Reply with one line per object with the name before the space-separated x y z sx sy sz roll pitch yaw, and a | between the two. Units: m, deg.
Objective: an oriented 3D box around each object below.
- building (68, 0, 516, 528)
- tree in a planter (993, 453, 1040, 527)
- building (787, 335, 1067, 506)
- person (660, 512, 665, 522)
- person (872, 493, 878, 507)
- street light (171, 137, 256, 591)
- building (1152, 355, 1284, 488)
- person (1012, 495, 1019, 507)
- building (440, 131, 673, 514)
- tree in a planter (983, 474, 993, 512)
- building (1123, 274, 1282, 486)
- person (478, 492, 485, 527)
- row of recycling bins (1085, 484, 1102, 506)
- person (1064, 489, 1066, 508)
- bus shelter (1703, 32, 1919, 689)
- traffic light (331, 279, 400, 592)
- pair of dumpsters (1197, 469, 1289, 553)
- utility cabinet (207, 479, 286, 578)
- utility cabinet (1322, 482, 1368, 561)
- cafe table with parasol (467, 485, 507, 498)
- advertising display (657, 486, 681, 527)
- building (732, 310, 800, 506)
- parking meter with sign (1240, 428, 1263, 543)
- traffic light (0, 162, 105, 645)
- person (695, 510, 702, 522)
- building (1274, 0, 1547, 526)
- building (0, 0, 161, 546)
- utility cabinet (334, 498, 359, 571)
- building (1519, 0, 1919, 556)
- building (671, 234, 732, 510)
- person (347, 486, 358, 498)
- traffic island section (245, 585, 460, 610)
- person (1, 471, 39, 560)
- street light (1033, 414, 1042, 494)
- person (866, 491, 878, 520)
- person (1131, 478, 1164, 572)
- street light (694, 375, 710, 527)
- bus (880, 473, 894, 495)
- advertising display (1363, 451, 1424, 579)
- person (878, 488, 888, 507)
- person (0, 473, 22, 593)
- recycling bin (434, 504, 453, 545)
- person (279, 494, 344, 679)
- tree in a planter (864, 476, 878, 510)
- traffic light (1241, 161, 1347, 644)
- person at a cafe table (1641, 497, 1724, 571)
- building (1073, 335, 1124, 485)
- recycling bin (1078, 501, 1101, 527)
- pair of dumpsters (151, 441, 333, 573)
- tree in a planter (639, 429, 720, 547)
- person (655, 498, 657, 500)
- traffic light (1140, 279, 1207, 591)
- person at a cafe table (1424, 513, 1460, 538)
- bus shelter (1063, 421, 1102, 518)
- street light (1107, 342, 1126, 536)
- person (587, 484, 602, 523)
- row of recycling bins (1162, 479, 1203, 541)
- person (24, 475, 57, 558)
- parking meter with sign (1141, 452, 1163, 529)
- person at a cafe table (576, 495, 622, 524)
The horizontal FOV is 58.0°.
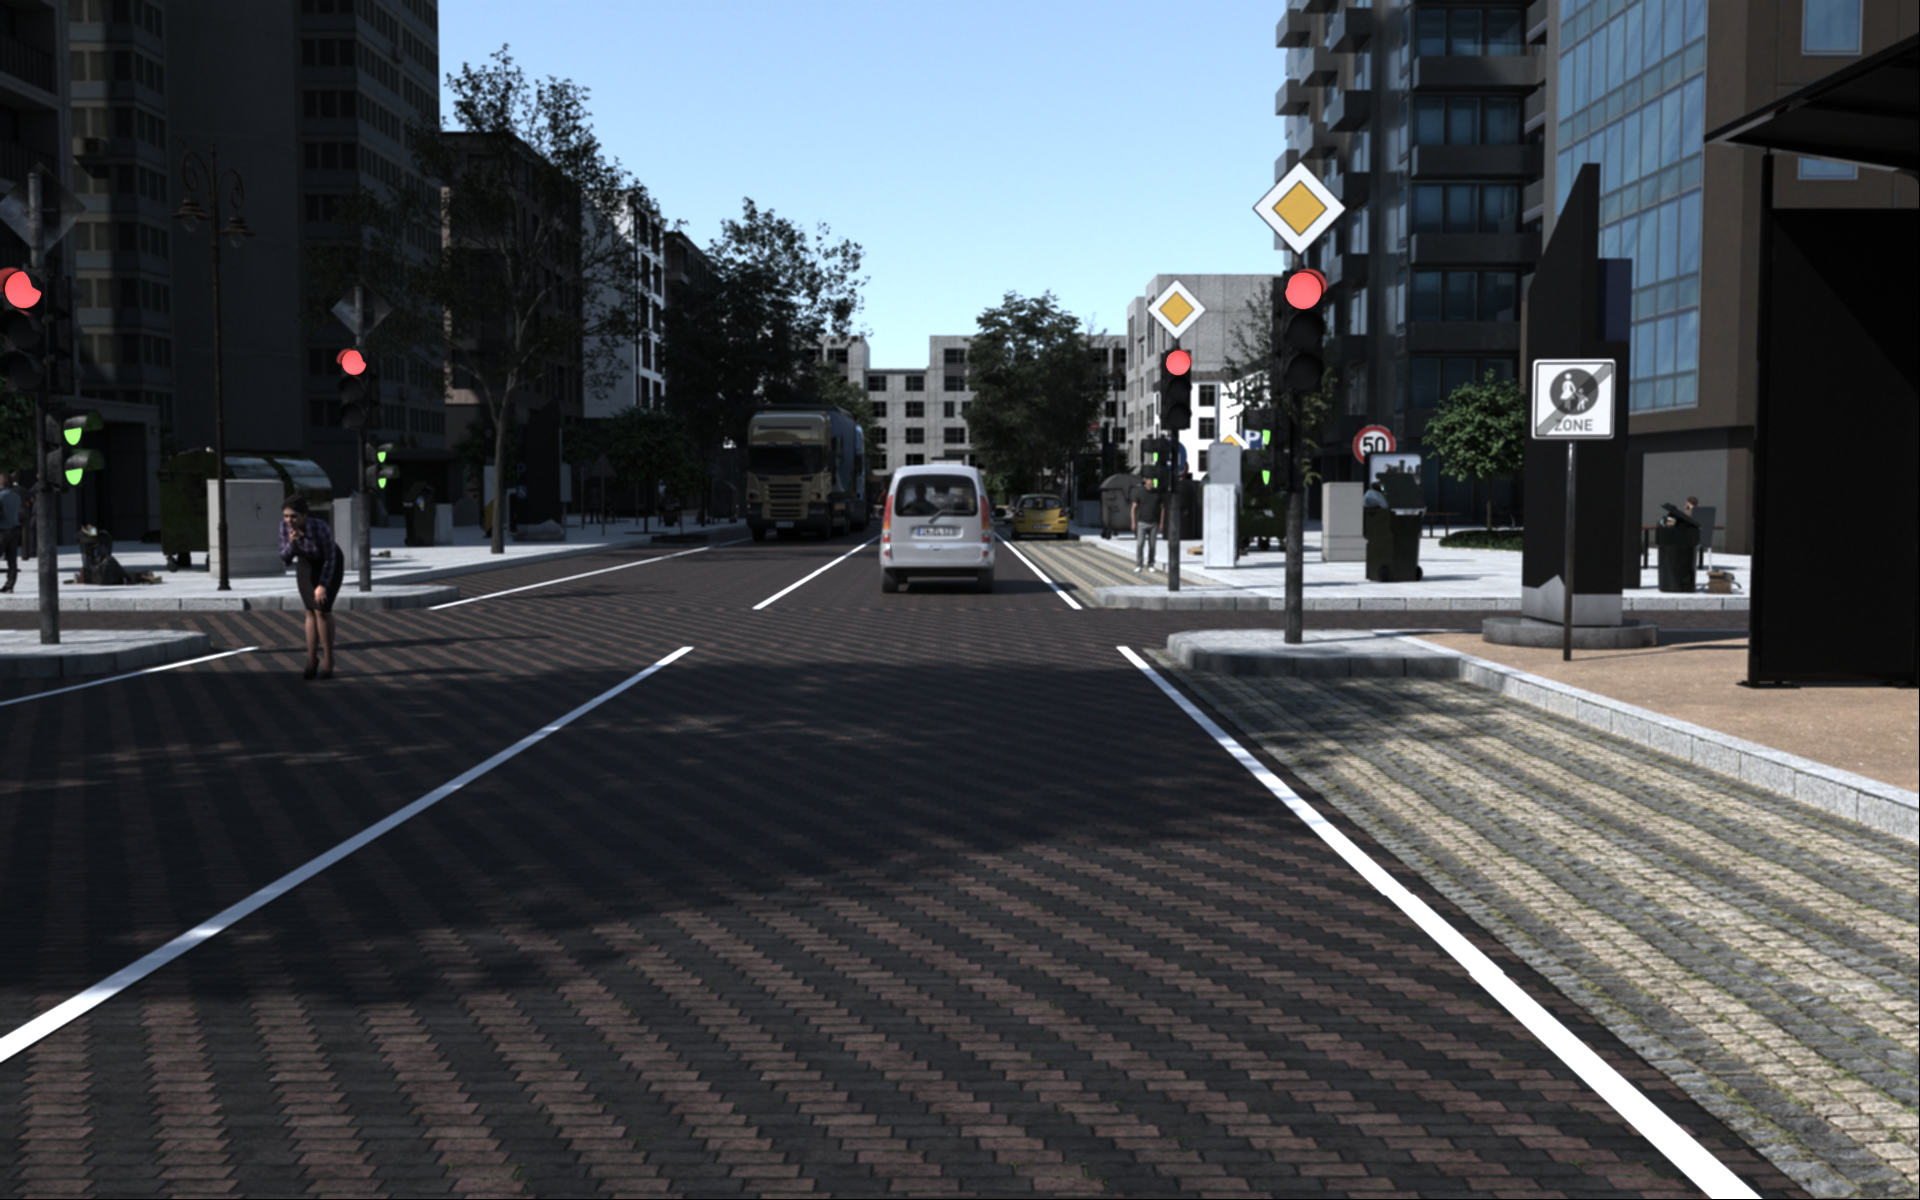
building | -35.856 -23.296 72.777 32.217 40.220 23.993 0 4 0
tree in a planter | 2.573 -4.744 74.788 1.991 3.239 1.994 0 4 0
building | -3.468 -20.466 201.079 31.486 18.905 16.747 0 4 0
person | -13.420 -4.278 78.351 0.453 1.535 0.546 1 4 8
person | -8.562 -9.812 169.643 1.217 1.736 0.721 1 4 14
street light | -9.813 -3.067 22.928 0.468 5.910 1.993 0 4 0
building | 19.258 -10.772 118.269 9.099 9.664 28.070 0 4 0
person | 2.777 -4.567 83.900 0.376 1.734 0.841 -1 4 -13
building | -35.830 -16.526 114.170 27.936 21.610 32.646 0 4 0
tree in a planter | 2.313 -7.809 124.907 1.991 3.239 1.994 0 4 0
building | 24.116 -17.203 147.734 16.747 18.905 31.486 0 4 0
person | -18.433 -3.491 67.025 0.340 1.345 0.435 0 4 3
row of recycling bins | 6.145 -3.938 71.500 1.069 1.692 3.534 -1 4 -18
person | 9.427 -9.116 155.813 0.721 1.743 1.217 3 5 44
bus shelter | 5.737 -1.046 8.378 1.731 3.624 6.357 0 4 0
traffic light | -7.814 -2.066 22.694 0.839 4.253 0.868 0 4 0
pair of dumpsters | 6.557 -2.293 39.983 1.574 2.255 4.437 0 4 0
utility cabinet | -10.975 -1.102 26.693 0.318 1.500 1.173 2 4 28
utility cabinet | 7.460 -1.477 32.831 1.173 1.500 0.318 -1 4 -15
cafe table with parasol | -25.828 -5.496 94.724 2.610 1.966 2.610 -3 5 -42
advertising display | -11.436 -3.846 68.092 0.974 1.923 0.123 -2 4 -32
building | -35.560 -22.141 205.972 32.646 21.610 27.936 0 4 0
parking meter with sign | 7.609 -3.049 46.110 0.543 3.016 1.738 0 4 -1
traffic light | -7.773 -1.577 14.709 0.839 4.253 0.868 0 4 0
person | -11.779 -3.790 78.478 0.381 0.543 0.357 1 4 13
building | 27.555 -28.291 82.167 23.786 49.044 30.456 0 4 0
building | -32.378 -36.895 41.490 20.563 71.187 20.611 0 4 0
utility cabinet | -10.382 -1.110 29.316 0.306 1.237 1.020 -1 4 -13
building | 23.025 -23.927 41.317 14.200 45.320 14.600 0 4 0
building | -38.010 -18.656 148.996 32.646 21.610 27.936 0 4 0
person | -19.968 -2.983 57.029 0.590 1.554 0.614 -3 4 -38
traffic island section | -7.854 -0.033 22.828 2.009 0.180 2.903 0 4 0
person | -18.150 -1.634 33.554 0.445 1.727 0.742 2 4 30
street light | 4.393 -7.627 97.486 0.468 5.910 1.993 0 4 0
person | -4.834 -5.175 94.977 0.662 1.594 0.647 -1 4 -21
person | 3.432 -1.410 31.680 0.598 1.807 0.434 1 4 9
street light | -10.035 -5.791 67.469 0.468 5.910 1.993 0 4 0
bus | -5.015 -9.158 144.587 2.948 3.499 13.247 0 4 -1
advertising display | 6.546 -1.283 26.188 0.974 1.923 0.123 -1 4 -19
person | -4.841 -6.324 111.842 0.705 1.831 1.348 3 5 40
person | -12.391 -0.865 22.403 0.429 1.552 0.499 3 5 39
recycling bin | -13.396 -1.928 44.080 0.722 1.027 0.722 1 4 9
person | -4.985 -0.097 13.323 0.421 1.427 0.697 0 4 3
tree in a planter | -8.205 -9.533 153.088 1.991 3.239 1.994 0 4 0
traffic light | 2.848 -1.582 14.779 0.839 4.253 0.868 0 4 0
person at a cafe table | 12.215 -1.147 29.616 1.698 1.238 1.726 -1 4 -9
building | 28.177 -20.445 200.736 31.486 18.905 16.747 0 4 0
recycling bin | 5.034 -3.356 67.422 0.722 1.027 0.722 -1 4 -14
pair of dumpsters | -12.487 -1.700 30.295 1.574 2.255 4.437 0 4 0
tree in a planter | -7.657 -3.075 47.502 1.991 3.239 1.994 0 4 0
person | -19.100 -6.422 111.039 0.705 1.824 1.348 -3 5 -39
traffic light | 2.807 -2.070 22.764 0.839 4.253 0.868 0 4 0
person at a cafe table | 13.455 -2.454 50.979 1.698 1.238 1.726 -1 4 -22
bus shelter | 6.621 -7.039 92.720 2.179 5.291 8.768 0 4 0
street light | 4.749 -4.888 52.709 0.468 5.910 1.993 0 4 0
person | -16.137 -4.260 76.517 0.655 1.722 0.431 0 4 -1
row of recycling bins | 6.417 -2.584 49.362 1.069 1.692 3.534 1 4 17
person | -18.616 -1.740 34.935 0.568 1.767 0.683 1 4 18
parking meter with sign | 7.582 -4.148 64.074 1.738 3.016 0.543 1 4 12
person at a cafe table | -15.526 -3.941 75.289 1.698 1.238 1.726 1 4 16
